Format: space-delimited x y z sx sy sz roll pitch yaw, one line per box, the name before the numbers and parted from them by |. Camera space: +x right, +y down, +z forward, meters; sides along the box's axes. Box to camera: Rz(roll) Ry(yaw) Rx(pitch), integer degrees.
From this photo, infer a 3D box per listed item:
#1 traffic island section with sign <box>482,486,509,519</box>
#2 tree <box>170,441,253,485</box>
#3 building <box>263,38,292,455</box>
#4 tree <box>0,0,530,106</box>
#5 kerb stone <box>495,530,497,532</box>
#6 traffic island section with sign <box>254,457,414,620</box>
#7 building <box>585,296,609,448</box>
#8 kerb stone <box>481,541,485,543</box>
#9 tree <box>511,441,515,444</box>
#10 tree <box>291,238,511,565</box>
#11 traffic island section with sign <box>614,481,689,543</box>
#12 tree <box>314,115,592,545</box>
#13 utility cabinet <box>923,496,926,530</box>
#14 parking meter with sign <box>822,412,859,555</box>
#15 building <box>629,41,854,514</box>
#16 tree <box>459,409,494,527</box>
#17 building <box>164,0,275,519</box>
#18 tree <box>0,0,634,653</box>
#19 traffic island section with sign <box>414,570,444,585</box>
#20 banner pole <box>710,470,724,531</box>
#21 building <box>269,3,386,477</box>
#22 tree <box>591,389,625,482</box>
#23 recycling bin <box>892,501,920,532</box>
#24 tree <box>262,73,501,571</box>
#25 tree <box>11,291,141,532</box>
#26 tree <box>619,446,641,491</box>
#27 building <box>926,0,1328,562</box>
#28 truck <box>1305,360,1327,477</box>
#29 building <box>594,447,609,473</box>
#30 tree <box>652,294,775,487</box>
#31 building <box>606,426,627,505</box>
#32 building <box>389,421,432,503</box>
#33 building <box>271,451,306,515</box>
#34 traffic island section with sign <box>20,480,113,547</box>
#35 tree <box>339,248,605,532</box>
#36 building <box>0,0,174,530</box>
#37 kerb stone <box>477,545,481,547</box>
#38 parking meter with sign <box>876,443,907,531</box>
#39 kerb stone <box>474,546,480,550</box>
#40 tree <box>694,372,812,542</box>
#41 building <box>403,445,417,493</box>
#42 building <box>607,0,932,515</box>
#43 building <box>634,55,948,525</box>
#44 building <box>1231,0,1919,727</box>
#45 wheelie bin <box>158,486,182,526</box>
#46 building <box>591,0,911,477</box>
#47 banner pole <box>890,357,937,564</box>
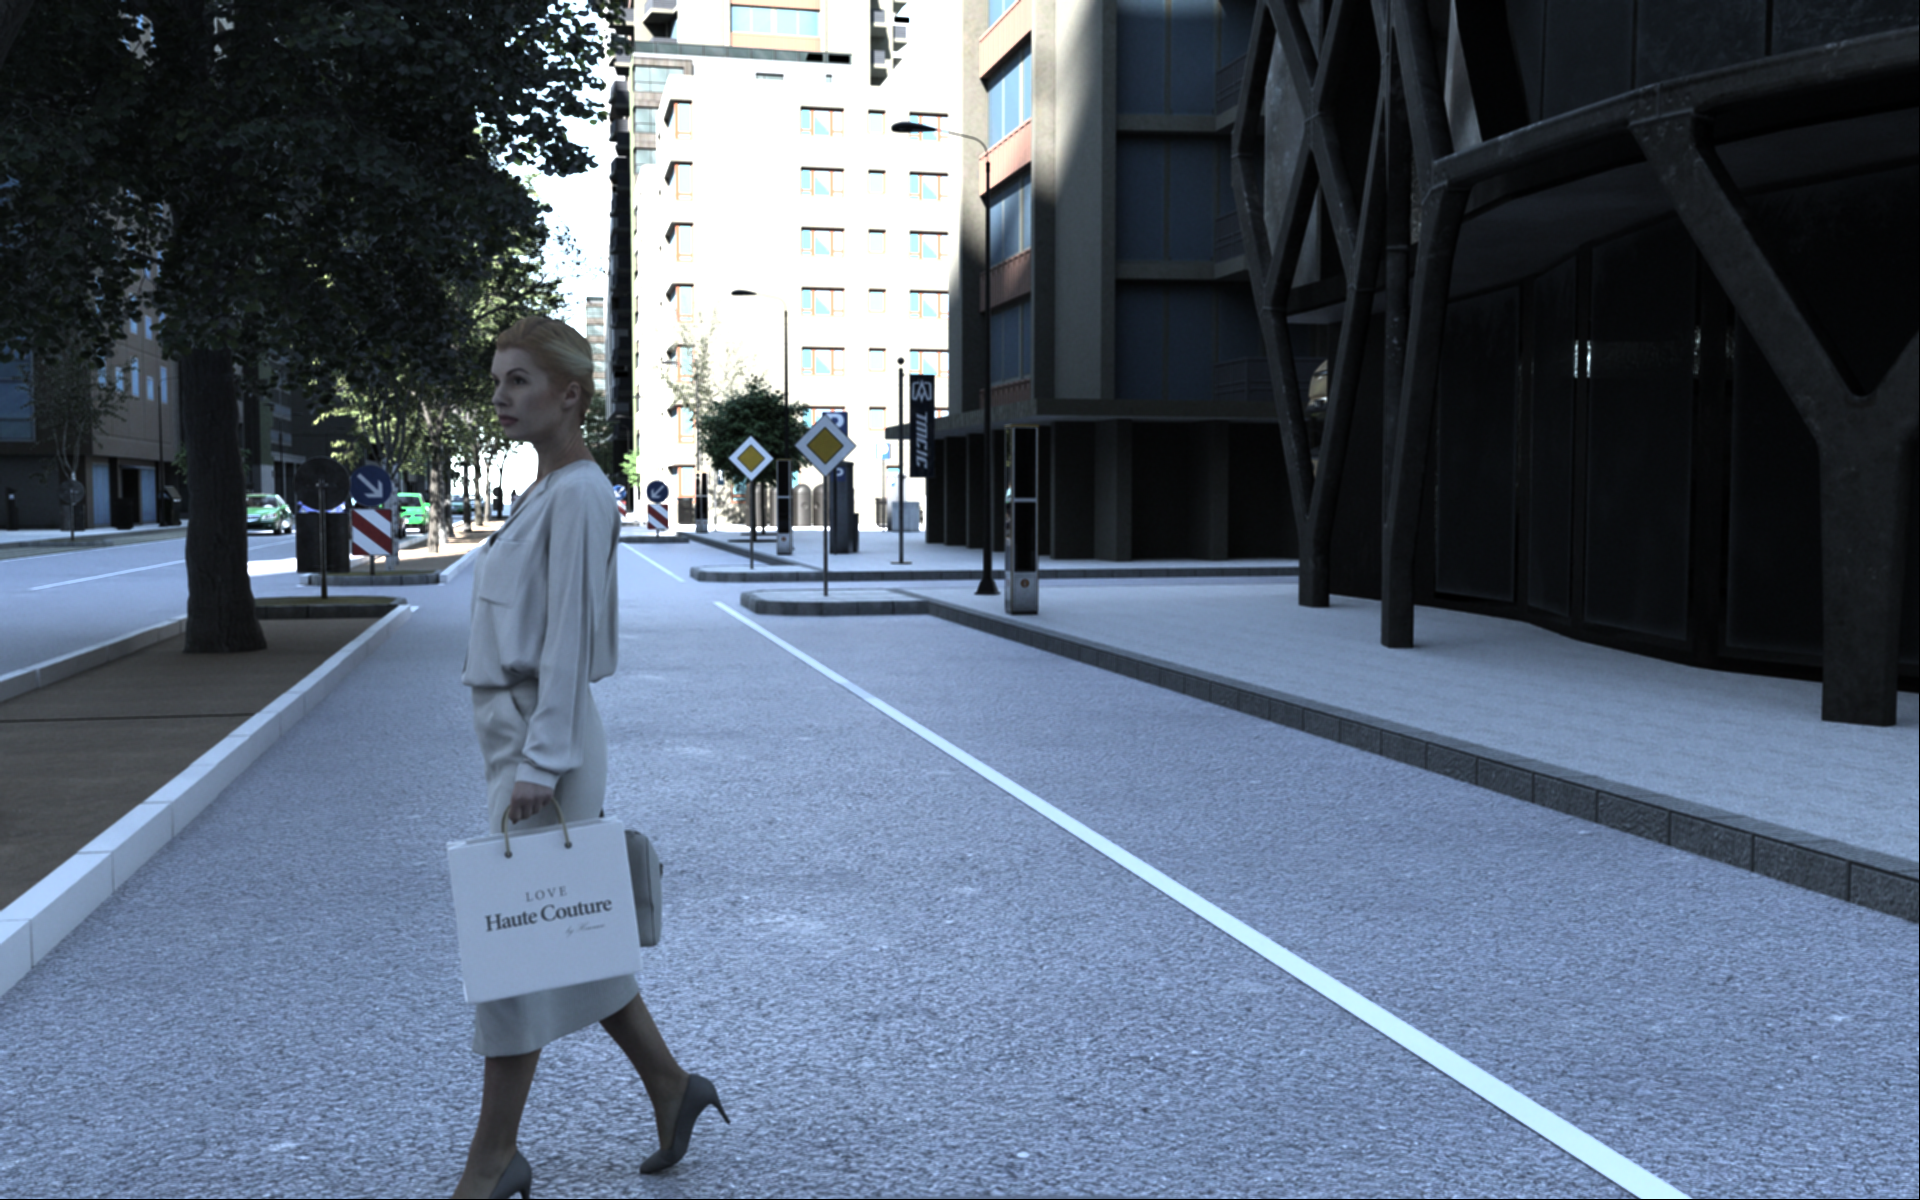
traffic island section with sign | -26.959 -5.676 100.935 2.006 1.907 1.989 -1 4 -13
tree | -34.259 -5.837 79.152 4.285 4.588 4.351 0 3 0
building | -62.904 -26.560 126.136 32.217 40.220 23.993 -1 4 -13
tree | -4.323 -4.281 6.871 8.767 10.594 7.601 -1 4 -13
kerb stone | -16.757 -2.498 63.039 0.120 0.150 1.000 -1 4 -13
traffic island section with sign | -7.683 -0.766 20.663 2.006 1.907 1.989 -1 4 -13
building | -47.537 -29.445 253.126 14.160 30.474 14.107 -1 4 -13
kerb stone | -12.195 -1.339 44.092 0.120 0.150 1.000 -1 4 -13
tree | -24.947 -8.488 91.598 4.737 8.622 4.395 0 3 0
tree | -11.394 -5.003 34.614 4.737 8.622 4.395 0 3 0
traffic island section with sign | -9.136 -2.620 51.458 1.989 1.847 2.006 -1 4 -13
tree | -14.450 -7.796 48.042 7.486 12.596 7.792 0 3 0
utility cabinet | -0.804 -3.092 61.716 1.020 1.237 0.306 2 4 34
parking meter with sign | -2.543 -2.521 37.475 0.543 3.016 1.738 0 4 7
building | -14.920 -21.045 115.780 14.160 30.474 14.107 -1 4 -13
tree | -21.411 -9.059 76.320 9.928 11.665 9.643 0 3 0
building | -44.098 -19.413 89.109 14.160 30.474 14.107 -1 4 -13
tree | -6.669 -6.493 15.268 9.857 13.997 8.962 0 3 0
traffic island section with sign | -9.403 -1.207 27.868 2.006 1.907 1.989 -1 4 -13
banner pole | -8.337 -4.265 59.749 0.401 3.779 0.863 -3 4 -37
building | -61.967 -32.166 149.617 21.300 48.544 21.600 -1 4 -13
tree | -38.867 -16.416 186.521 7.486 12.596 7.792 0 3 0
recycling bin | -1.841 -2.833 58.867 0.722 1.027 0.722 2 4 29
tree | -9.956 -4.719 29.979 4.360 8.622 3.978 0 3 0
tree | -30.326 -6.657 59.197 4.360 8.622 3.978 0 3 0
tree | -19.092 -7.463 105.737 4.285 4.588 4.351 0 3 0
building | 12.925 -23.797 43.707 28.867 44.769 22.147 -1 4 -13
truck | 10.691 -2.444 28.879 11.283 4.237 2.839 -1 4 -13
building | -37.741 -56.143 230.609 22.319 86.520 31.000 -1 4 -13
tree | -9.381 -6.990 64.644 4.360 8.622 3.978 0 3 0
building | -33.491 -46.933 205.607 20.563 71.187 20.611 -1 4 -13
building | -80.825 -34.025 239.907 14.154 41.232 14.086 -1 4 -13
building | -51.810 -40.777 104.954 20.563 71.187 20.611 -1 4 -13
traffic island section with sign | -24.360 -2.369 47.353 1.989 1.847 2.006 -1 4 -13
tree | -18.613 -9.302 64.911 12.009 13.543 11.850 0 3 0
building | -39.675 -25.473 66.598 14.600 45.320 14.200 -1 4 -13
kerb stone | -11.485 -1.156 41.092 0.120 0.150 1.000 -1 4 -13
parking meter with sign | -2.162 -3.903 60.081 0.543 3.016 1.738 2 4 34
kerb stone | -11.244 -1.095 40.098 0.120 0.150 1.000 -1 4 -13
tree | -5.477 -3.855 46.742 4.285 4.588 4.351 0 3 0
building | -70.284 -33.530 198.330 14.600 45.320 14.200 -1 4 -13
building | -16.359 -29.540 137.610 22.147 44.769 28.867 -1 4 -13
building | -1.866 -14.915 88.901 27.650 21.520 28.899 -1 4 -13
building | 11.670 -9.017 14.874 16.820 18.784 16.811 -1 4 -13
wheelie bin | -31.770 -3.772 69.586 0.693 1.594 0.980 0 4 8
building | -20.002 -35.261 165.762 28.713 52.752 27.495 -1 4 -13
banner pole | -0.855 -2.559 31.853 0.863 3.779 0.401 0 4 -8
